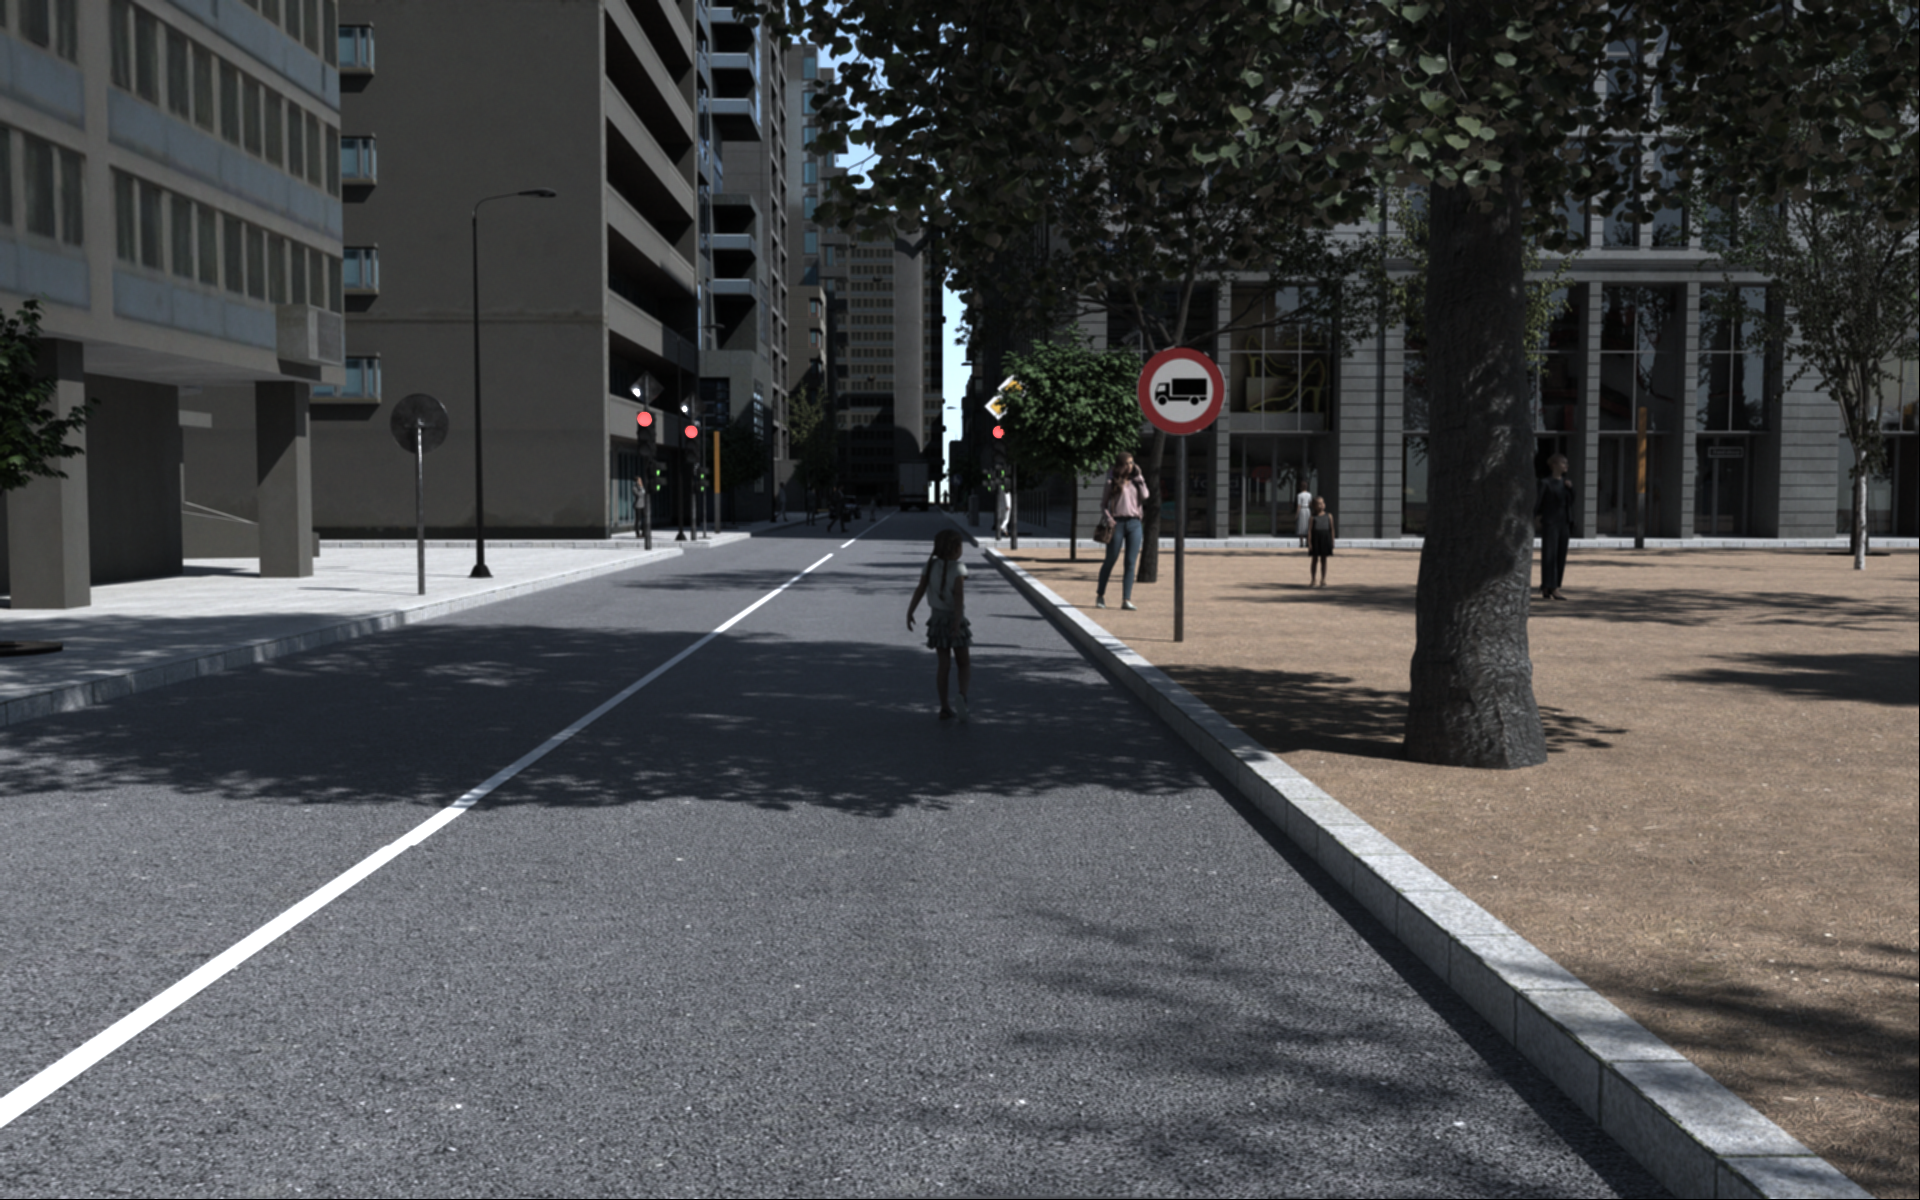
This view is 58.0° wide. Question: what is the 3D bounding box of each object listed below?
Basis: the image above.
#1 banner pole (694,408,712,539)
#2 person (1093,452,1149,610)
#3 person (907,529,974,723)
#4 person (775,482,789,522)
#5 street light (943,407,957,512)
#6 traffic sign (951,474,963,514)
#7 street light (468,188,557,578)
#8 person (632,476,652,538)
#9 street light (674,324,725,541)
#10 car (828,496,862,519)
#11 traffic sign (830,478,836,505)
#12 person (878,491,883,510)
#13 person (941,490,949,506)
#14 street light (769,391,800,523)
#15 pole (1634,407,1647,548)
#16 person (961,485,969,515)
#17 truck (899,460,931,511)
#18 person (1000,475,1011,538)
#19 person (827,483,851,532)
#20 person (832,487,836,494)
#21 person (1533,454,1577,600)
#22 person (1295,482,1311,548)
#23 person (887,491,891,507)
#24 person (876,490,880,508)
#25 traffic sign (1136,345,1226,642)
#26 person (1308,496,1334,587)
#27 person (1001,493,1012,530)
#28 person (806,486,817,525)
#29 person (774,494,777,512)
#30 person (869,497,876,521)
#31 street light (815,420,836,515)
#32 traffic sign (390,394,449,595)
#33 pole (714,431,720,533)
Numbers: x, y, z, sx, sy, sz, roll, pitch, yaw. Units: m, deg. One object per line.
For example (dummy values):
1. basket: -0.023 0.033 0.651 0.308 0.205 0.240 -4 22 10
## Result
1. banner pole: -7.463 -3.648 49.659 0.401 3.779 0.863 2 4 24
2. person: 1.762 -0.777 19.331 0.593 1.750 0.643 -1 4 -11
3. person: -0.136 0.157 10.948 0.505 1.210 0.382 2 4 25
4. person: -8.324 -4.564 80.542 0.818 1.842 0.514 -2 4 -27
5. street light: -0.029 -7.323 92.276 1.470 5.913 1.316 0 4 -1
6. traffic sign: -0.206 -6.675 109.249 0.768 2.556 0.104 0 4 5
7. street light: -6.833 -3.298 26.471 1.470 5.913 1.316 0 4 -1
8. person: -9.290 -2.707 50.484 0.473 1.802 0.592 3 4 36
9. street light: -7.135 -4.583 47.477 1.470 5.913 1.316 0 4 -1
10. car: -6.655 -5.373 100.422 1.945 1.354 3.894 0 4 0
11. traffic sign: -9.098 -7.446 121.839 0.768 2.556 0.104 0 4 1
12. person: -7.452 -9.267 160.806 0.721 1.735 1.217 0 4 3
13. person: -1.617 -10.971 186.156 1.217 1.736 0.721 -3 4 -37
14. street light: -7.871 -6.443 77.892 1.470 5.913 1.316 0 4 -1
15. pole: 16.035 -2.872 40.797 0.158 3.312 0.155 0 3 0
16. person: 0.388 -5.960 103.736 0.529 1.795 0.600 -1 4 -14
17. truck: -3.918 -9.816 149.408 2.839 4.237 11.283 0 4 -1
18. person: 1.240 -2.716 50.335 0.514 1.842 0.818 2 4 35
19. person: -4.553 -3.462 65.071 0.822 1.834 0.622 1 4 19
20. person: -9.802 -7.914 135.572 0.705 1.807 1.348 -2 4 -32
21. person: 7.211 -0.897 21.132 0.576 1.772 0.534 -3 5 -39
22. person: 8.881 -2.193 44.933 0.480 1.755 0.524 -2 4 -25
23. person: -8.036 -11.497 196.437 0.705 1.831 1.348 -1 4 -10
24. person: -8.694 -10.742 184.125 0.705 1.826 1.348 2 4 29
25. traffic sign: 1.900 -0.909 14.973 0.768 2.556 0.104 0 4 0
26. person: 5.006 -0.813 24.013 0.362 1.253 0.373 1 4 9
27. person: 1.685 -3.437 62.414 0.721 1.800 0.419 1 4 10
28. person: -6.808 -4.334 79.539 0.511 1.800 0.466 0 4 8
29. person: -13.194 -6.860 122.870 0.362 1.253 0.373 -3 5 -42
30. person: -4.614 -4.787 91.047 0.394 1.301 0.425 1 4 10
31. street light: -8.448 -8.304 108.311 1.470 5.913 1.316 0 4 -1
32. traffic sign: -6.853 -1.337 21.969 0.768 2.556 0.104 0 4 5
33. pole: -7.897 -3.821 56.322 0.158 3.312 0.155 0 3 0
